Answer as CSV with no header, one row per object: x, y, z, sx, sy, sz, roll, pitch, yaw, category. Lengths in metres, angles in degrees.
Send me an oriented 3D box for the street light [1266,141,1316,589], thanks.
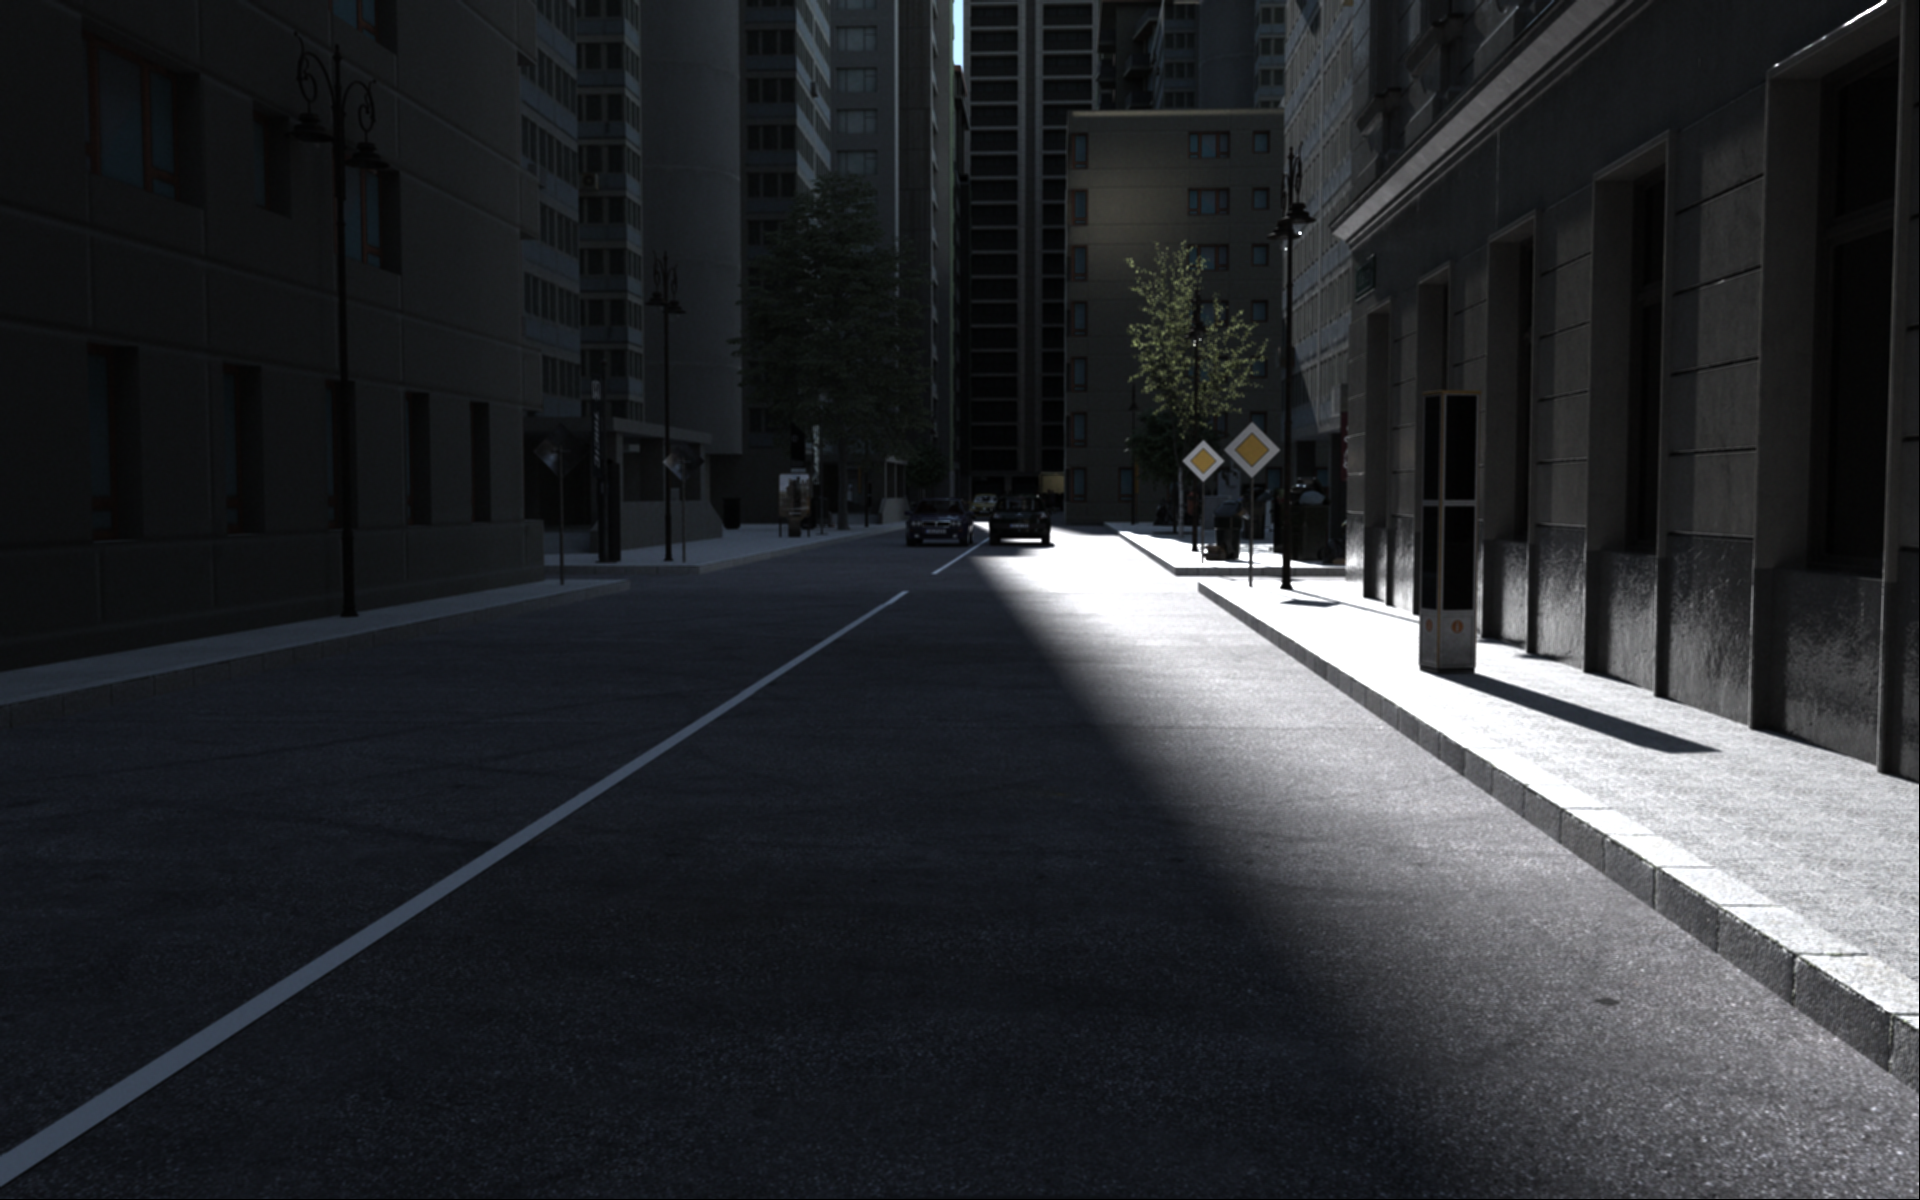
4.406,-3.084,23.212,0.468,5.910,1.993,0,4,3,street light

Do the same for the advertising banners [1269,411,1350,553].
7.634,-2.501,37.079,2.074,3.025,0.090,2,4,31,advertising banners

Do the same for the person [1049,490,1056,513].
6.895,-7.333,129.307,0.541,1.710,0.530,1,4,16,person

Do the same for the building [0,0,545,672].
-21.362,-10.214,12.043,28.899,21.520,27.650,0,4,3,building

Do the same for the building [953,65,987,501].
-12.176,-31.709,173.068,28.867,44.769,22.147,0,4,3,building

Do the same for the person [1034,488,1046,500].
5.480,-6.953,122.141,1.348,1.831,0.705,1,4,19,person

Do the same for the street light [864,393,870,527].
-3.641,-5.782,67.317,0.468,5.910,1.993,0,4,3,street light

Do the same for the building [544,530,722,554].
-23.494,-21.533,43.941,32.217,40.220,23.993,0,4,3,building

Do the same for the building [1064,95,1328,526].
19.445,-15.100,91.927,27.650,21.520,28.899,0,4,3,building

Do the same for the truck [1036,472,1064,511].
8.188,-9.410,149.779,3.469,3.379,9.791,0,4,4,truck

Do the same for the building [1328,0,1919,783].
11.781,-13.693,0.299,17.030,29.872,44.131,0,4,3,building

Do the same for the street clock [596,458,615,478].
-7.201,-1.875,35.224,0.471,2.002,0.358,-1,4,-19,street clock

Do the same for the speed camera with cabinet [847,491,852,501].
-6.826,-6.019,92.745,2.038,3.252,0.660,0,4,5,speed camera with cabinet

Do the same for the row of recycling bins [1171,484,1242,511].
10.540,-3.981,72.202,3.534,1.692,1.069,1,4,11,row of recycling bins

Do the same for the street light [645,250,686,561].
-5.593,-3.687,33.064,0.468,5.910,1.993,0,4,3,street light

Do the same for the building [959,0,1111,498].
11.070,-46.527,198.965,20.611,71.187,20.563,0,4,3,building

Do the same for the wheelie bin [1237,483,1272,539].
8.371,-2.523,49.157,0.980,1.594,0.693,0,4,3,wheelie bin

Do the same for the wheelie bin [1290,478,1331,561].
6.711,-1.559,33.403,0.693,1.594,0.980,-2,4,-26,wheelie bin

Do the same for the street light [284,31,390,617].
-6.398,-2.763,17.967,0.468,5.910,1.993,0,4,3,street light

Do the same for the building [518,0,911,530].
-18.960,-23.725,79.784,32.217,40.220,23.993,0,4,3,building

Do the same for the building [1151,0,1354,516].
26.661,-26.491,125.010,32.217,40.220,23.993,0,4,3,building

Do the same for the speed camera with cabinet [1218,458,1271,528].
10.721,-4.338,65.258,2.038,3.252,0.660,-1,4,-23,speed camera with cabinet

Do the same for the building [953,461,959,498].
-10.493,-42.383,131.214,20.563,71.187,20.611,0,4,3,building

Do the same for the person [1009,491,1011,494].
4.415,-8.630,150.279,0.721,1.739,1.217,-3,5,-43,person

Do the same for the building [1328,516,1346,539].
21.589,-21.640,45.702,23.993,40.220,32.217,0,4,3,building

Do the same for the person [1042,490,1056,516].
5.857,-6.470,115.006,1.217,1.735,0.721,-2,4,-27,person

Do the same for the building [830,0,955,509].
-7.788,-26.356,114.520,14.154,41.232,14.086,0,4,3,building

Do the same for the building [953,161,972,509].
-6.336,-23.151,150.218,14.160,30.474,14.107,0,4,3,building

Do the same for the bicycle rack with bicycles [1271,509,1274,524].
12.823,-3.789,75.325,2.852,0.926,2.925,-2,4,-29,bicycle rack with bicycles

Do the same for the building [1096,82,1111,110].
20.614,-30.018,174.385,14.154,41.232,14.086,0,4,3,building

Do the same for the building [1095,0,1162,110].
23.036,-30.431,152.169,22.147,44.769,28.867,0,4,3,building

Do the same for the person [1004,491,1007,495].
4.418,-9.820,169.767,1.217,1.736,0.721,2,4,29,person

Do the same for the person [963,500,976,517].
0.164,-3.948,78.542,0.738,1.151,1.012,-2,4,-32,person

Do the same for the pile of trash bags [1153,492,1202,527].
9.008,-3.668,69.719,1.912,1.369,3.447,0,4,-7,pile of trash bags
